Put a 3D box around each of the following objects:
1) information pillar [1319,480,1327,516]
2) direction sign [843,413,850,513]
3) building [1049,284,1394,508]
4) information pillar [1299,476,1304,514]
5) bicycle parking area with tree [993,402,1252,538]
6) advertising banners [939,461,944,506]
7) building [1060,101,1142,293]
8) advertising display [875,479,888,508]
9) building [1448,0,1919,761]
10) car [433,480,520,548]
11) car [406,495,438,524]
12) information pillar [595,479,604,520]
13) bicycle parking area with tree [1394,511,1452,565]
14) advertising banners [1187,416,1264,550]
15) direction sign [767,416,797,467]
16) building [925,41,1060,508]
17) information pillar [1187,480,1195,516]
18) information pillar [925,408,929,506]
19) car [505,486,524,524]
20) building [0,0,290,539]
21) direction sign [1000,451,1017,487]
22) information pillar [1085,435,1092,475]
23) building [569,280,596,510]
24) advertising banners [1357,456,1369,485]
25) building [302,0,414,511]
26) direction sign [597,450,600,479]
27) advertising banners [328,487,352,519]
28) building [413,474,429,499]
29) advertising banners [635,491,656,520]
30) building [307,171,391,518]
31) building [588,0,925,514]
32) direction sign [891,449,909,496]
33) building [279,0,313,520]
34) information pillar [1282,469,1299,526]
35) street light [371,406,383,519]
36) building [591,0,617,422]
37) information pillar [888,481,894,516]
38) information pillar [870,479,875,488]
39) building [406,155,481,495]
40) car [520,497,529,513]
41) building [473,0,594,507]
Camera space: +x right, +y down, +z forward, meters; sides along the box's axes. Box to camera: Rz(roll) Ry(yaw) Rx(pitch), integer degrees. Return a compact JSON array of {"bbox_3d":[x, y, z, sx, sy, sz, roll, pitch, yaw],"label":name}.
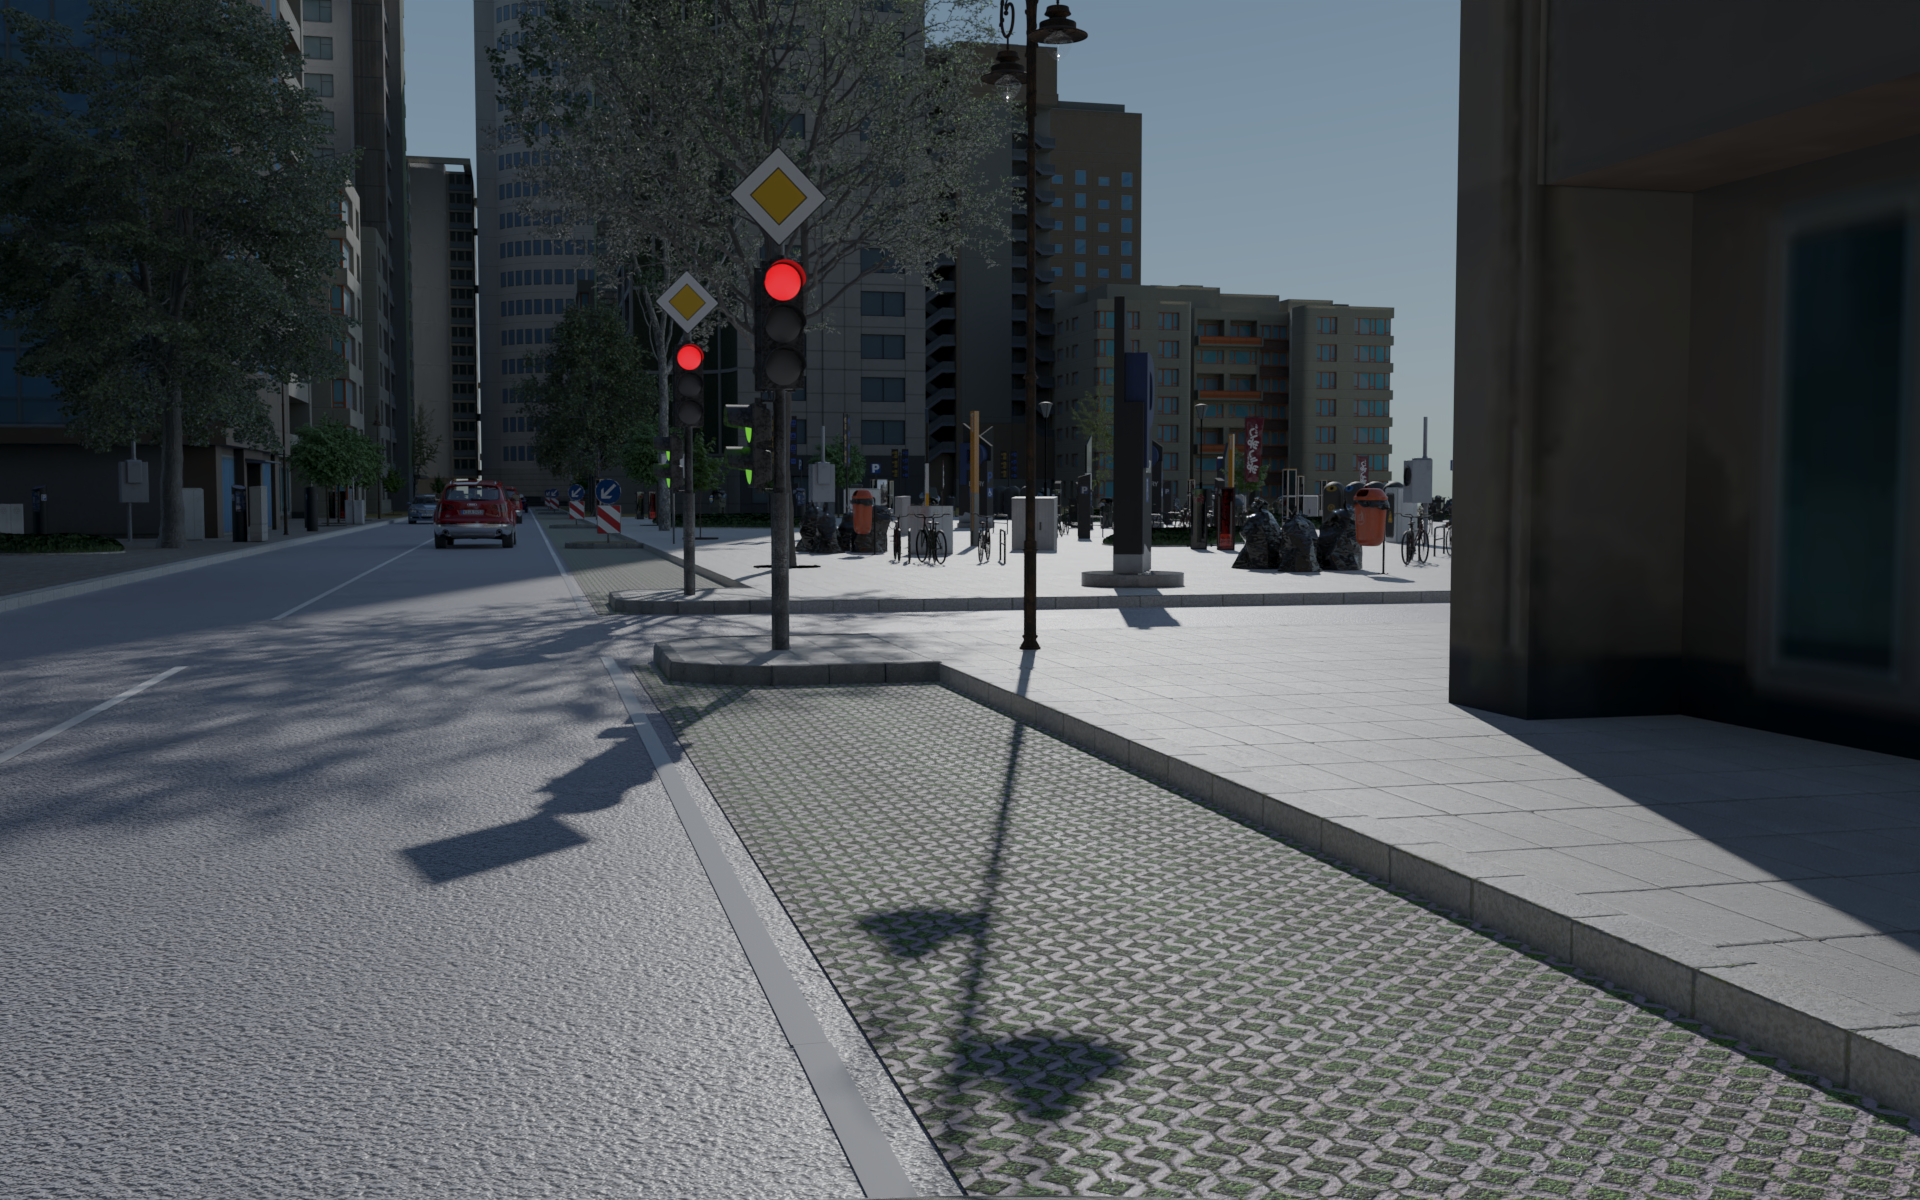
[{"bbox_3d":[18.750,-5.196,89.441,0.304,2.012,0.304,-1,4,-9],"label":"information pillar"},{"bbox_3d":[-3.189,-3.473,48.788,0.379,3.537,0.876,0,4,7],"label":"direction sign"},{"bbox_3d":[22.755,-19.898,170.366,28.899,21.520,27.650,-1,4,-14],"label":"building"},{"bbox_3d":[13.671,-4.000,69.898,0.304,2.012,0.304,-2,4,-26],"label":"information pillar"},{"bbox_3d":[5.199,-4.138,54.665,8.231,4.147,9.016,0,4,0],"label":"bicycle parking area with tree"},{"bbox_3d":[-0.928,-5.707,89.505,0.090,3.025,2.074,0,4,5],"label":"advertising banners"},{"bbox_3d":[11.555,-33.487,197.627,14.200,45.320,14.600,-1,4,-14],"label":"building"},{"bbox_3d":[-3.410,-4.269,75.018,0.123,1.923,0.974,2,4,26],"label":"advertising display"},{"bbox_3d":[15.899,-23.113,1.606,21.300,48.544,21.600,-1,4,-14],"label":"building"},{"bbox_3d":[-13.202,-2.363,47.312,2.281,1.827,5.304,-1,4,-13],"label":"car"},{"bbox_3d":[-25.791,-4.406,84.037,2.014,1.417,4.499,-1,4,-15],"label":"car"},{"bbox_3d":[-17.875,-4.985,85.989,0.304,2.012,0.304,2,4,32],"label":"information pillar"},{"bbox_3d":[12.577,-2.815,33.032,8.231,4.147,9.016,2,4,35],"label":"bicycle parking area with tree"},{"bbox_3d":[6.056,-2.651,39.533,2.074,3.025,0.090,3,5,43],"label":"advertising banners"},{"bbox_3d":[-5.150,-3.554,50.108,0.876,3.537,0.379,-1,4,-15],"label":"direction sign"},{"bbox_3d":[0.499,-31.783,169.758,14.200,45.320,14.600,-1,4,-14],"label":"building"},{"bbox_3d":[11.754,-5.115,88.121,0.304,2.012,0.304,-1,4,-15],"label":"information pillar"},{"bbox_3d":[-0.905,-3.416,47.211,0.183,3.616,0.504,0,4,-4],"label":"information pillar"},{"bbox_3d":[-22.533,-4.659,84.852,2.281,1.827,5.304,-1,4,-16],"label":"car"},{"bbox_3d":[-29.487,-24.683,53.677,14.600,45.320,14.200,-1,4,-14],"label":"building"},{"bbox_3d":[2.539,-6.015,90.335,0.876,3.537,0.379,0,4,8],"label":"direction sign"},{"bbox_3d":[5.097,-4.735,68.772,0.183,3.616,0.504,2,4,27],"label":"information pillar"},{"bbox_3d":[-20.933,-19.086,157.089,27.650,21.520,28.899,-1,4,-14],"label":"building"},{"bbox_3d":[19.252,-5.094,79.473,2.074,3.025,0.090,0,4,1],"label":"advertising banners"},{"bbox_3d":[-47.837,-27.045,125.778,14.154,41.232,14.086,-1,4,-14],"label":"building"},{"bbox_3d":[-18.437,-5.900,88.454,0.379,3.537,0.876,0,4,-5],"label":"direction sign"},{"bbox_3d":[-32.096,-5.734,89.933,2.074,3.025,0.090,2,4,27],"label":"advertising banners"},{"bbox_3d":[-62.231,-30.343,150.738,28.867,44.769,22.147,-1,4,-14],"label":"building"},{"bbox_3d":[-15.620,-5.596,87.684,0.090,3.025,2.074,3,5,42],"label":"advertising banners"},{"bbox_3d":[-49.837,-15.822,103.724,27.650,21.520,28.899,-1,4,-14],"label":"building"},{"bbox_3d":[-14.619,-41.482,116.486,20.563,71.187,20.611,-1,4,-14],"label":"building"},{"bbox_3d":[-3.013,-5.815,87.076,0.876,3.537,0.379,1,4,12],"label":"direction sign"},{"bbox_3d":[-41.836,-27.733,77.129,21.300,48.544,21.600,-1,4,-14],"label":"building"},{"bbox_3d":[9.640,-2.826,50.704,0.304,2.012,0.304,-1,4,-20],"label":"information pillar"},{"bbox_3d":[-29.929,-7.112,89.074,0.468,5.910,1.993,-1,4,-14],"label":"street light"},{"bbox_3d":[-21.295,-27.564,134.271,14.154,41.232,14.086,-1,4,-14],"label":"building"},{"bbox_3d":[-3.909,-5.625,96.468,0.304,2.012,0.304,3,5,40],"label":"information pillar"},{"bbox_3d":[-4.318,-5.051,87.071,0.304,2.012,0.304,-2,4,-28],"label":"information pillar"},{"bbox_3d":[-64.415,-30.314,187.516,23.993,40.220,32.217,-1,4,-14],"label":"building"},{"bbox_3d":[-34.202,-7.400,133.563,1.945,1.354,3.894,-1,4,-14],"label":"car"},{"bbox_3d":[-37.650,-39.485,187.578,28.212,58.520,21.231,-1,4,-14],"label":"building"}]
